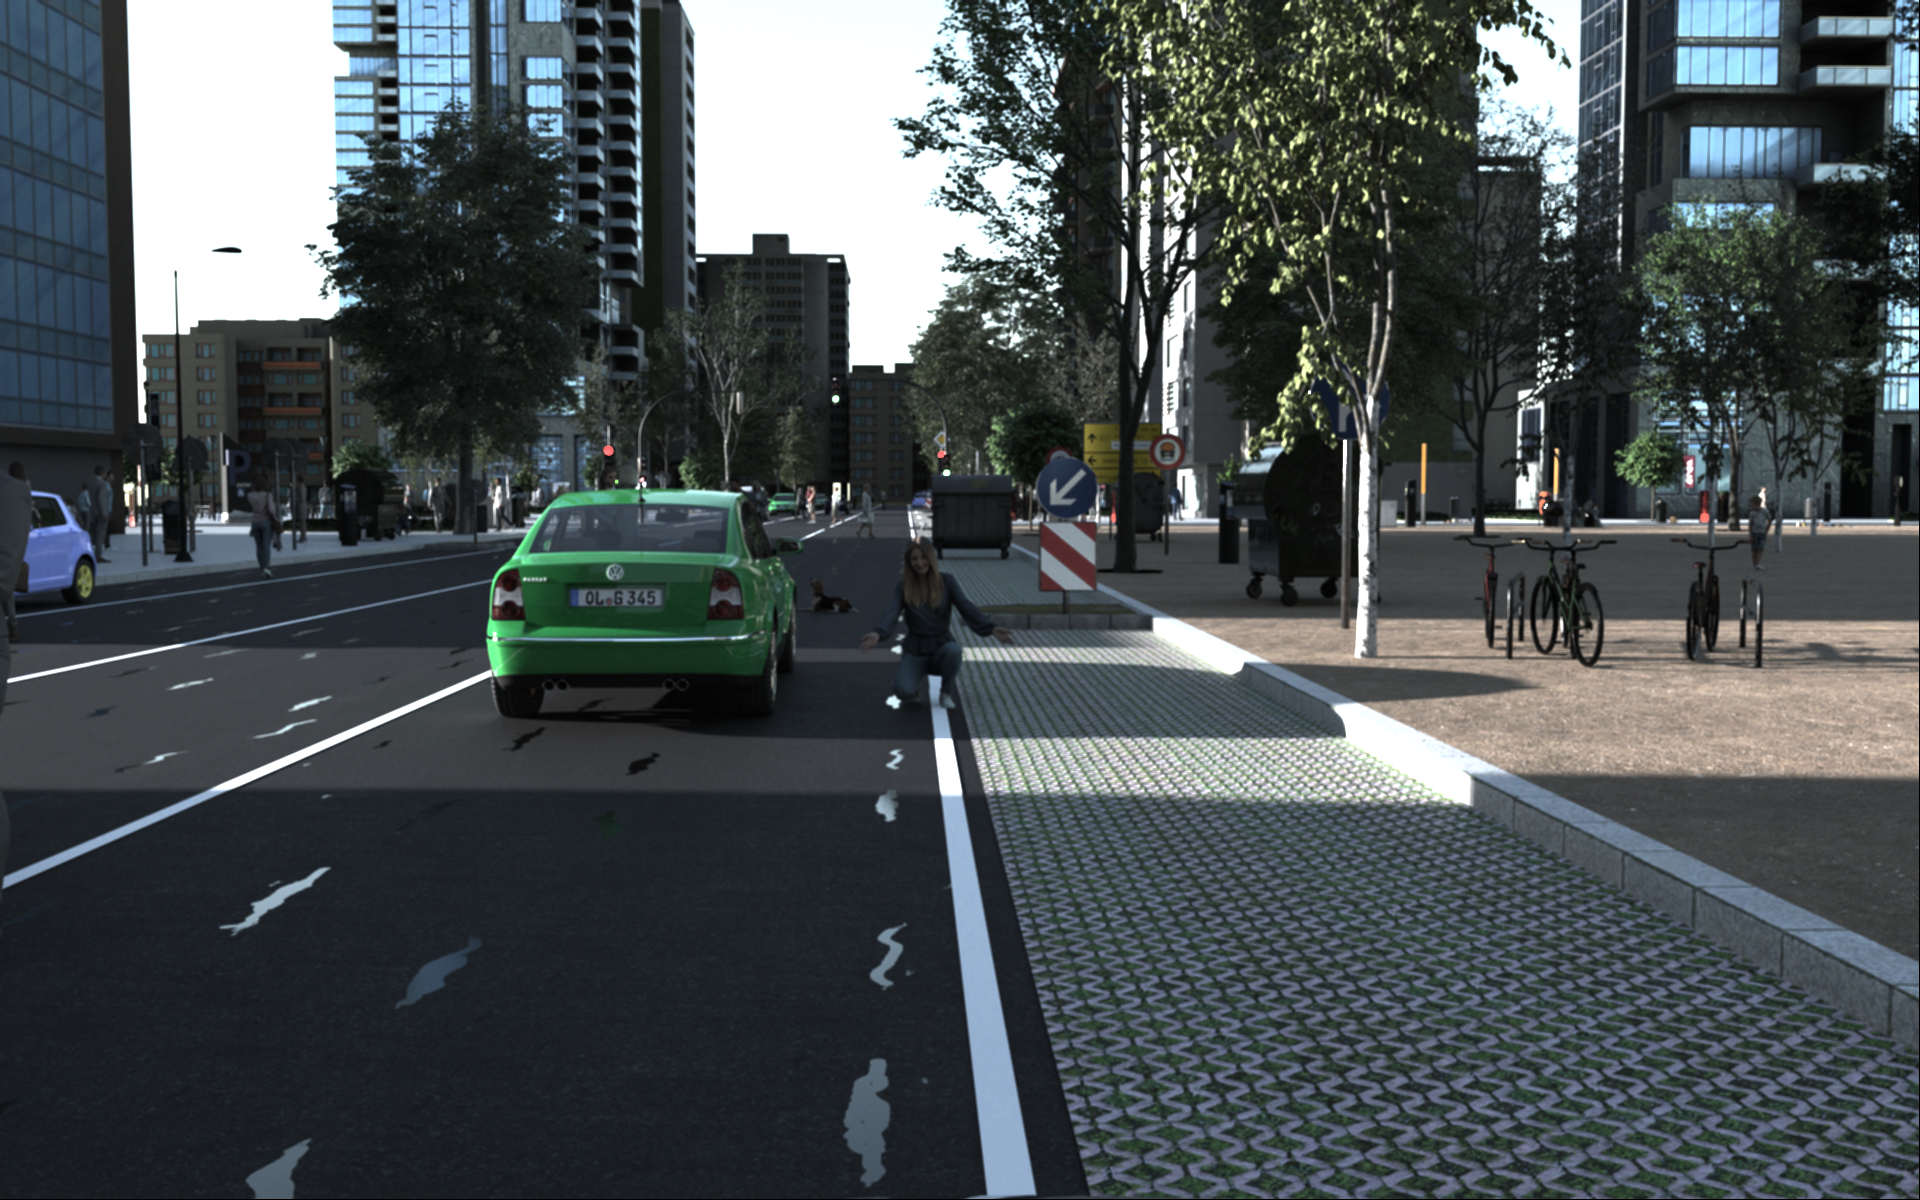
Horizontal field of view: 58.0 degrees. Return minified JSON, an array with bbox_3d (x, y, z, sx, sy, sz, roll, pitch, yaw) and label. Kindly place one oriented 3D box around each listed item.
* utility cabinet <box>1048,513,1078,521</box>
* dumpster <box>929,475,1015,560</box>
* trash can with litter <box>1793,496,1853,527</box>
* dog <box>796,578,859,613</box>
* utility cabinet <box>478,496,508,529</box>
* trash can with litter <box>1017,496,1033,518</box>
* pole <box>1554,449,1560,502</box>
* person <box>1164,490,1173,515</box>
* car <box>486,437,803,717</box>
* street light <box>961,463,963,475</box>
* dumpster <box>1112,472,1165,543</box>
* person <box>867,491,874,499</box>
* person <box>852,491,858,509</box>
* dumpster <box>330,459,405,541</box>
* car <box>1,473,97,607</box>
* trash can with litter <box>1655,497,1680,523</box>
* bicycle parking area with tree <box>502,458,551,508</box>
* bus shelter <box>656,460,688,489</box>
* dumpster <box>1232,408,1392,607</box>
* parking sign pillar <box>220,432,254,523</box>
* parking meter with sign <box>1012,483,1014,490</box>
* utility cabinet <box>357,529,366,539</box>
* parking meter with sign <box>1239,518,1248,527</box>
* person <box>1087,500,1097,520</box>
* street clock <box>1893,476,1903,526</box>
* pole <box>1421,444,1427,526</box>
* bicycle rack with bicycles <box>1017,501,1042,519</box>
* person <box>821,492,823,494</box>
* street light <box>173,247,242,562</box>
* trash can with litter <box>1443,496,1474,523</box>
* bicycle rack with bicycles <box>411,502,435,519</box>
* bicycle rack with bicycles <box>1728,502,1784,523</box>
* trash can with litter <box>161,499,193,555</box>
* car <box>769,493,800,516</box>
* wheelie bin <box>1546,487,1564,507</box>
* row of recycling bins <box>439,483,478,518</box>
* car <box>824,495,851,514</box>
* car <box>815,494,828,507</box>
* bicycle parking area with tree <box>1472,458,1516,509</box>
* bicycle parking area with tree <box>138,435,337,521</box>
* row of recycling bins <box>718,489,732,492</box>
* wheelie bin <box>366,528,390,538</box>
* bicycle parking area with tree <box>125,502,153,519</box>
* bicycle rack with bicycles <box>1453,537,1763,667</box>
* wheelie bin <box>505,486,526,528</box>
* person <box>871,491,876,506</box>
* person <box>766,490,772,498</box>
[{"bbox_3d":[4.053,-3.627,67.977,1.173,1.500,0.318,0,4,5],"label":"utility cabinet"},{"bbox_3d":[0.252,-1.830,38.128,1.865,1.857,1.264,0,4,-1],"label":"dumpster"},{"bbox_3d":[33.928,-3.495,68.204,2.233,1.210,1.678,3,5,40],"label":"trash can with litter"},{"bbox_3d":[-1.601,-0.051,21.031,0.550,0.427,0.748,-2,4,-35],"label":"dog"},{"bbox_3d":[-17.365,-3.253,64.352,1.020,1.237,0.306,0,4,1],"label":"utility cabinet"},{"bbox_3d":[3.391,-4.900,91.506,1.055,1.170,0.624,-1,4,-12],"label":"trash can with litter"},{"bbox_3d":[26.746,-5.125,77.636,0.158,3.312,0.155,0,3,0],"label":"pole"},{"bbox_3d":[12.605,-6.101,105.569,0.755,1.850,0.659,2,4,24],"label":"person"},{"bbox_3d":[-2.143,-0.228,12.521,1.959,1.807,4.718,0,4,-2],"label":"car"},{"bbox_3d":[-0.411,-8.527,111.956,1.470,5.913,1.316,0,4,-2],"label":"street light"},{"bbox_3d":[4.820,-2.492,46.507,1.264,1.857,1.865,0,4,-2],"label":"dumpster"},{"bbox_3d":[-8.747,-9.464,163.950,1.217,1.743,0.721,0,4,-3],"label":"person"},{"bbox_3d":[-10.032,-9.568,165.672,0.721,1.736,1.217,-2,4,-24],"label":"person"},{"bbox_3d":[-16.308,-2.762,47.646,1.502,2.255,1.985,0,4,-2],"label":"dumpster"},{"bbox_3d":[-12.205,-0.717,21.317,1.945,1.707,3.694,0,4,-3],"label":"car"},{"bbox_3d":[31.370,-4.002,76.817,1.055,1.170,0.624,2,4,26],"label":"trash can with litter"},{"bbox_3d":[-36.279,-9.762,146.610,9.016,4.147,8.231,-1,4,-13],"label":"bicycle parking area with tree"},{"bbox_3d":[-20.293,-8.067,123.181,1.731,3.624,6.357,0,4,-2],"label":"bus shelter"},{"bbox_3d":[4.140,-1.099,20.465,1.502,2.255,1.985,0,4,-2],"label":"dumpster"},{"bbox_3d":[-31.754,-5.362,76.147,1.447,3.967,1.447,2,4,35],"label":"parking sign pillar"},{"bbox_3d":[2.888,-6.383,100.629,0.543,3.016,1.738,1,4,11],"label":"parking meter with sign"},{"bbox_3d":[-17.305,-2.349,49.563,0.306,1.237,1.020,0,4,-3],"label":"utility cabinet"},{"bbox_3d":[11.246,-4.301,66.581,1.738,3.016,0.543,3,4,37],"label":"parking meter with sign"},{"bbox_3d":[6.524,-4.900,86.344,0.466,1.800,0.511,2,4,34],"label":"person"},{"bbox_3d":[37.616,-3.968,69.454,0.358,2.002,0.471,3,5,45],"label":"street clock"},{"bbox_3d":[18.735,-4.655,69.947,0.158,3.312,0.155,0,3,0],"label":"pole"},{"bbox_3d":[3.166,-4.654,89.469,2.852,0.926,2.925,3,5,43],"label":"bicycle rack with bicycles"},{"bbox_3d":[-16.396,-12.149,207.849,0.721,1.735,1.217,0,4,6],"label":"person"},{"bbox_3d":[-14.170,-3.676,32.645,1.470,5.913,1.316,0,4,-2],"label":"street light"},{"bbox_3d":[22.562,-4.084,77.830,2.233,1.210,1.678,-2,4,-34],"label":"trash can with litter"},{"bbox_3d":[-22.488,-3.857,76.449,2.925,0.926,2.852,3,5,45],"label":"bicycle rack with bicycles"},{"bbox_3d":[35.931,-3.959,78.107,2.925,0.926,2.852,-1,4,-17],"label":"bicycle rack with bicycles"},{"bbox_3d":[-16.802,-1.577,37.179,0.624,1.170,1.055,-2,4,-24],"label":"trash can with litter"},{"bbox_3d":[-11.674,-6.517,115.344,1.959,1.807,4.718,0,4,-1],"label":"car"},{"bbox_3d":[27.107,-4.354,79.092,0.980,1.594,0.693,-2,4,-23],"label":"wheelie bin"},{"bbox_3d":[-19.026,-3.571,65.496,1.069,1.692,3.534,0,4,-3],"label":"row of recycling bins"},{"bbox_3d":[-8.766,-6.810,123.917,1.945,1.354,3.894,0,4,-2],"label":"car"},{"bbox_3d":[-13.431,-9.518,164.412,1.959,1.807,4.718,0,4,-4],"label":"car"},{"bbox_3d":[38.916,-9.289,138.880,9.016,4.147,8.231,-3,5,-44],"label":"bicycle parking area with tree"},{"bbox_3d":[-33.958,-5.993,84.980,8.231,4.147,9.016,0,4,2],"label":"bicycle parking area with tree"},{"bbox_3d":[-19.513,-8.604,147.788,1.069,1.692,3.534,2,4,29],"label":"row of recycling bins"},{"bbox_3d":[-17.160,-2.643,51.128,0.693,1.594,0.980,2,4,26],"label":"wheelie bin"},{"bbox_3d":[-45.170,-6.207,88.489,9.016,4.147,8.231,1,4,10],"label":"bicycle parking area with tree"},{"bbox_3d":[5.224,-0.028,13.840,2.852,0.926,2.925,1,4,22],"label":"bicycle rack with bicycles"},{"bbox_3d":[-17.064,-3.575,66.360,0.980,1.594,0.693,1,4,17],"label":"wheelie bin"},{"bbox_3d":[-10.182,-11.710,200.741,1.217,1.735,0.721,3,4,36],"label":"person"},{"bbox_3d":[-25.397,-13.553,227.733,1.348,1.812,0.705,0,4,8],"label":"person"}]
